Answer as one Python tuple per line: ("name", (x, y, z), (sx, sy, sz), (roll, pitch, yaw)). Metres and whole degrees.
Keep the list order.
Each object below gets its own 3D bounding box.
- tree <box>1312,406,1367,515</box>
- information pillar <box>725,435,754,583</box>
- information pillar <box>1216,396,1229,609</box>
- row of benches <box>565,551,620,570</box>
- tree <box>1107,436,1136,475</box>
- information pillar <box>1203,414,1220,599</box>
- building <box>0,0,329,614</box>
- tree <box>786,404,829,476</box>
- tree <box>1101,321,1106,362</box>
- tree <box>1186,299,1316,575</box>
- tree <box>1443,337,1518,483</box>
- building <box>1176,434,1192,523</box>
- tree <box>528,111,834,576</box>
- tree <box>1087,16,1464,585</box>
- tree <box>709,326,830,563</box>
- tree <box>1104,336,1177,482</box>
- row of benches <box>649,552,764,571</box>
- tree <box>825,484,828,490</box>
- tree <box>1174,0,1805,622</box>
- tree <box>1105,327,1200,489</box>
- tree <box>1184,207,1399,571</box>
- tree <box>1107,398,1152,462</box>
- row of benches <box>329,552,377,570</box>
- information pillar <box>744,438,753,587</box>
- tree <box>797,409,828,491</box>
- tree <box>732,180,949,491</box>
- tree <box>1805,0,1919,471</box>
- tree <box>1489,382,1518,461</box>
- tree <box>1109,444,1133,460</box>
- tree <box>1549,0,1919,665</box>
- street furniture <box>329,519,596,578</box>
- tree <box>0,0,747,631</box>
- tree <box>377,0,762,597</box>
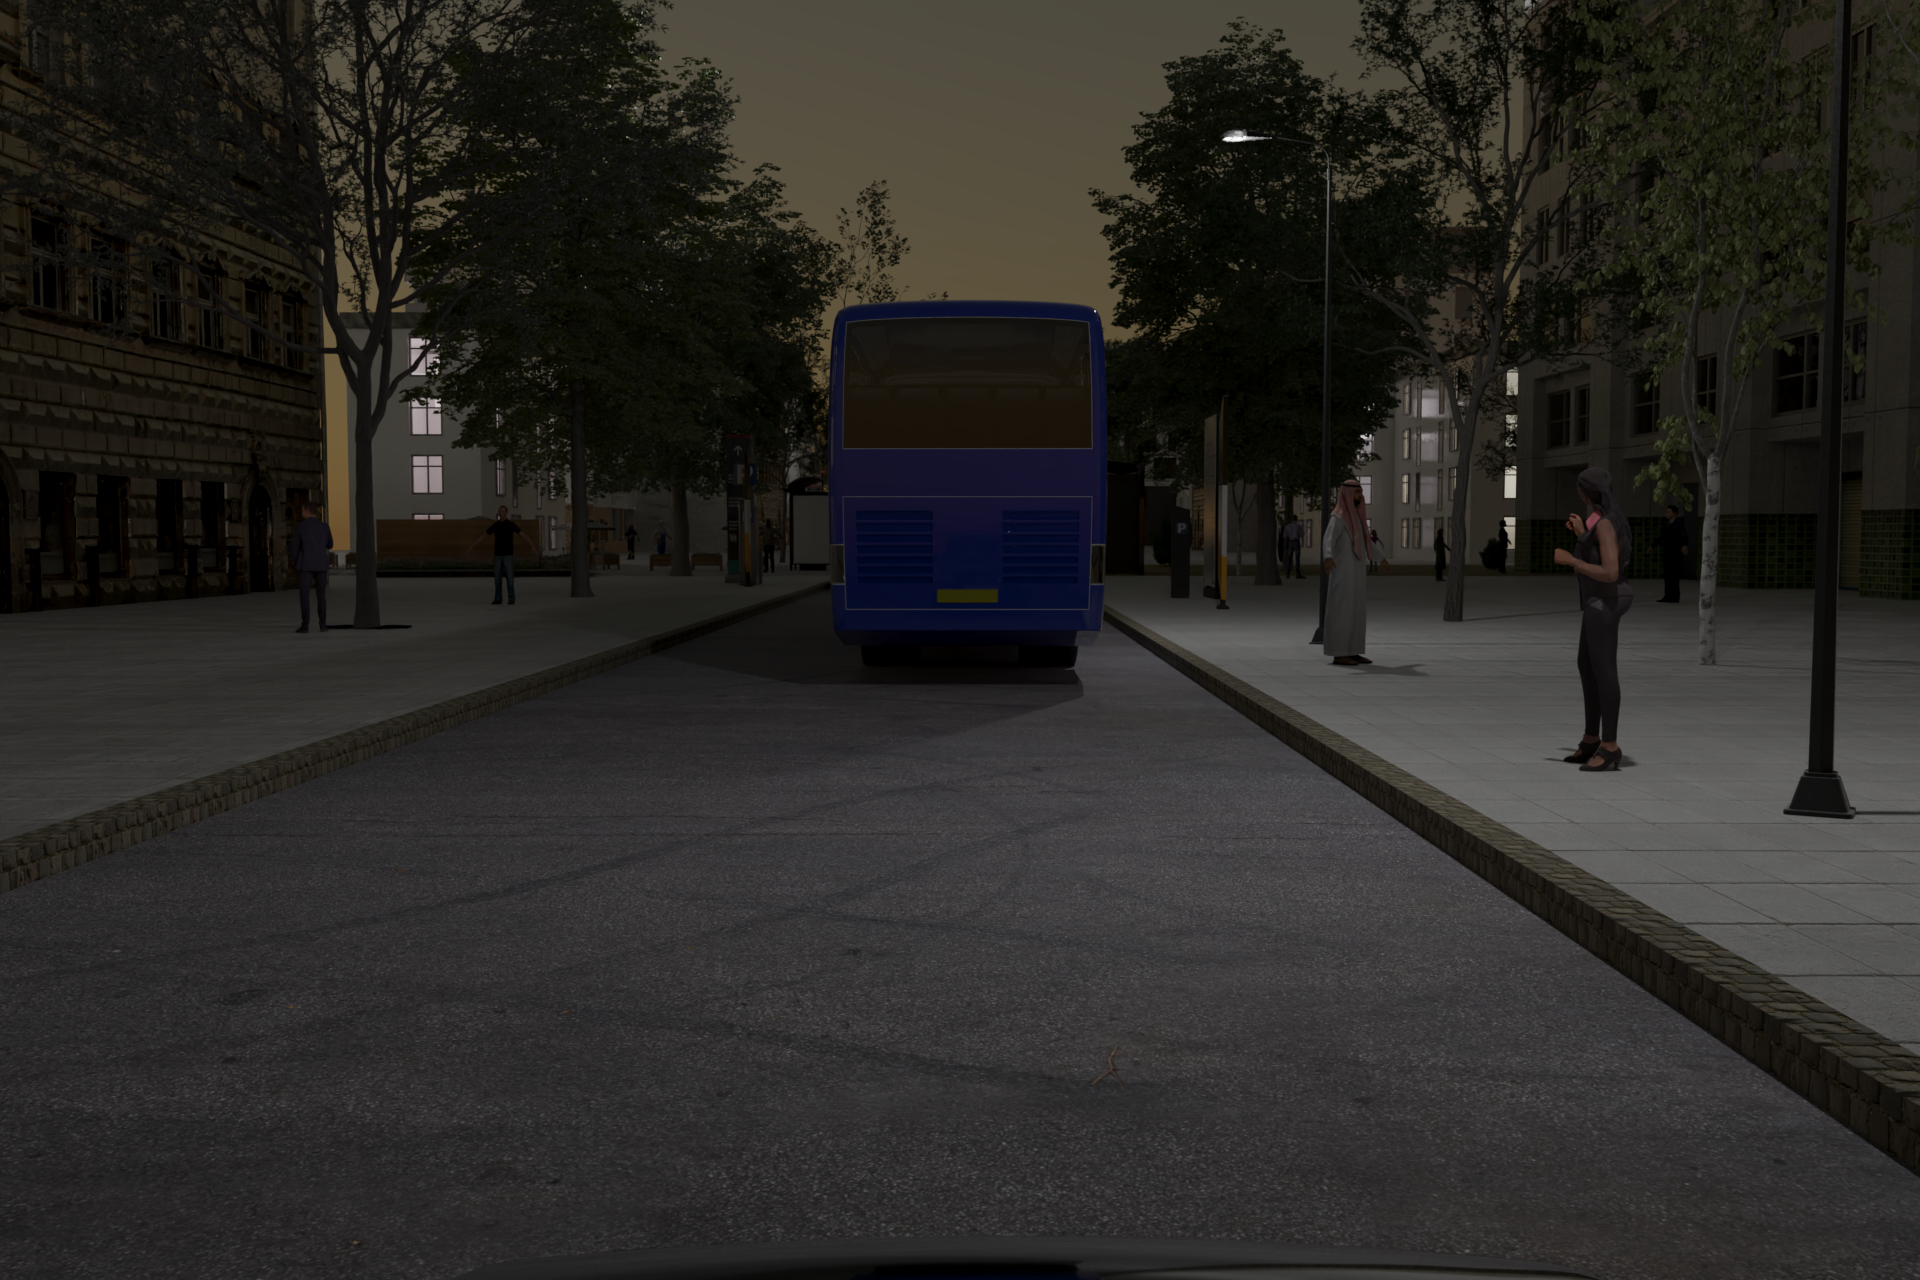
("tree", (14.214, -7.153, 67.321), (4.737, 8.622, 4.395), (0, 3, 0))
("information pillar", (-5.770, -3.435, 45.536), (0.750, 3.857, 0.750), (0, 4, 1))
("information pillar", (4.495, -2.339, 29.602), (0.183, 3.616, 0.504), (0, 4, 1))
("row of benches", (-13.594, -2.958, 63.826), (1.422, 0.672, 4.104), (-2, 4, -32))
("tree", (8.164, -8.978, 97.151), (4.737, 8.622, 4.395), (0, 3, 0))
("information pillar", (5.087, -2.657, 34.752), (0.184, 3.620, 1.656), (0, 4, 0))
("building", (-24.406, -12.283, 31.750), (19.493, 23.208, 18.063), (0, 4, 0))
("tree", (-7.629, -13.133, 125.094), (12.009, 13.543, 11.850), (0, 3, 0))
("tree", (9.768, -18.214, 153.679), (12.611, 20.169, 13.585), (0, 3, 0))
("tree", (8.743, -6.316, 53.626), (4.737, 8.622, 4.395), (0, 3, 0))
("tree", (22.505, -7.931, 64.080), (8.767, 10.594, 7.601), (-2, 4, -27))
("building", (27.893, -19.877, 181.408), (16.016, 20.090, 11.380), (0, 4, 0))
("tree", (-8.541, -8.910, 52.340), (9.857, 13.997, 8.962), (0, 3, 0))
("tree", (7.751, -8.356, 43.282), (9.857, 13.997, 8.962), (0, 3, 0))
("tree", (-7.552, -8.697, 76.615), (7.601, 10.594, 8.767), (-1, 4, -18))
("tree", (7.684, -9.872, 87.162), (9.928, 11.665, 9.643), (0, 3, 0))
("row of benches", (-8.801, -2.775, 60.837), (4.104, 0.672, 1.422), (0, 4, -4))
("tree", (-15.598, -20.988, 249.814), (9.857, 13.997, 8.962), (0, 3, 0))
("tree", (7.134, -5.529, 24.810), (8.767, 10.594, 7.601), (1, 4, 15))
("tree", (7.789, -8.636, 75.604), (7.601, 10.594, 8.767), (-3, 4, -37))
("tree", (11.434, -8.704, 60.446), (7.486, 12.596, 7.792), (0, 3, 0))
("tree", (7.978, -10.549, 106.892), (8.767, 10.594, 7.601), (1, 4, 13))
("row of benches", (-21.803, -2.903, 62.933), (4.104, 0.672, 1.422), (0, 4, -8))
("information pillar", (-5.150, -3.098, 42.005), (0.183, 3.616, 0.504), (0, 4, 1))
("tree", (-6.639, -10.710, 109.521), (7.601, 10.594, 8.767), (-1, 4, -21))
("tree", (-6.690, -14.490, 92.803), (12.611, 20.169, 13.585), (0, 3, 0))
("tree", (6.251, -3.667, 10.325), (4.360, 8.622, 3.978), (0, 3, 0))
("tree", (23.785, -7.445, 72.093), (4.360, 8.622, 3.978), (0, 3, 0))
("tree", (7.588, -12.862, 120.656), (12.009, 13.543, 11.850), (0, 3, 0))
("tree", (7.552, -4.065, 16.819), (4.737, 8.622, 4.395), (0, 3, 0))
("street furniture", (-14.302, -2.846, 53.379), (11.010, 1.723, 9.812), (-1, 4, -12))
("tree", (-8.064, -6.905, 23.260), (12.009, 13.543, 11.850), (0, 3, 0))
("tree", (-7.700, -7.119, 34.530), (7.486, 12.596, 7.792), (0, 3, 0))
